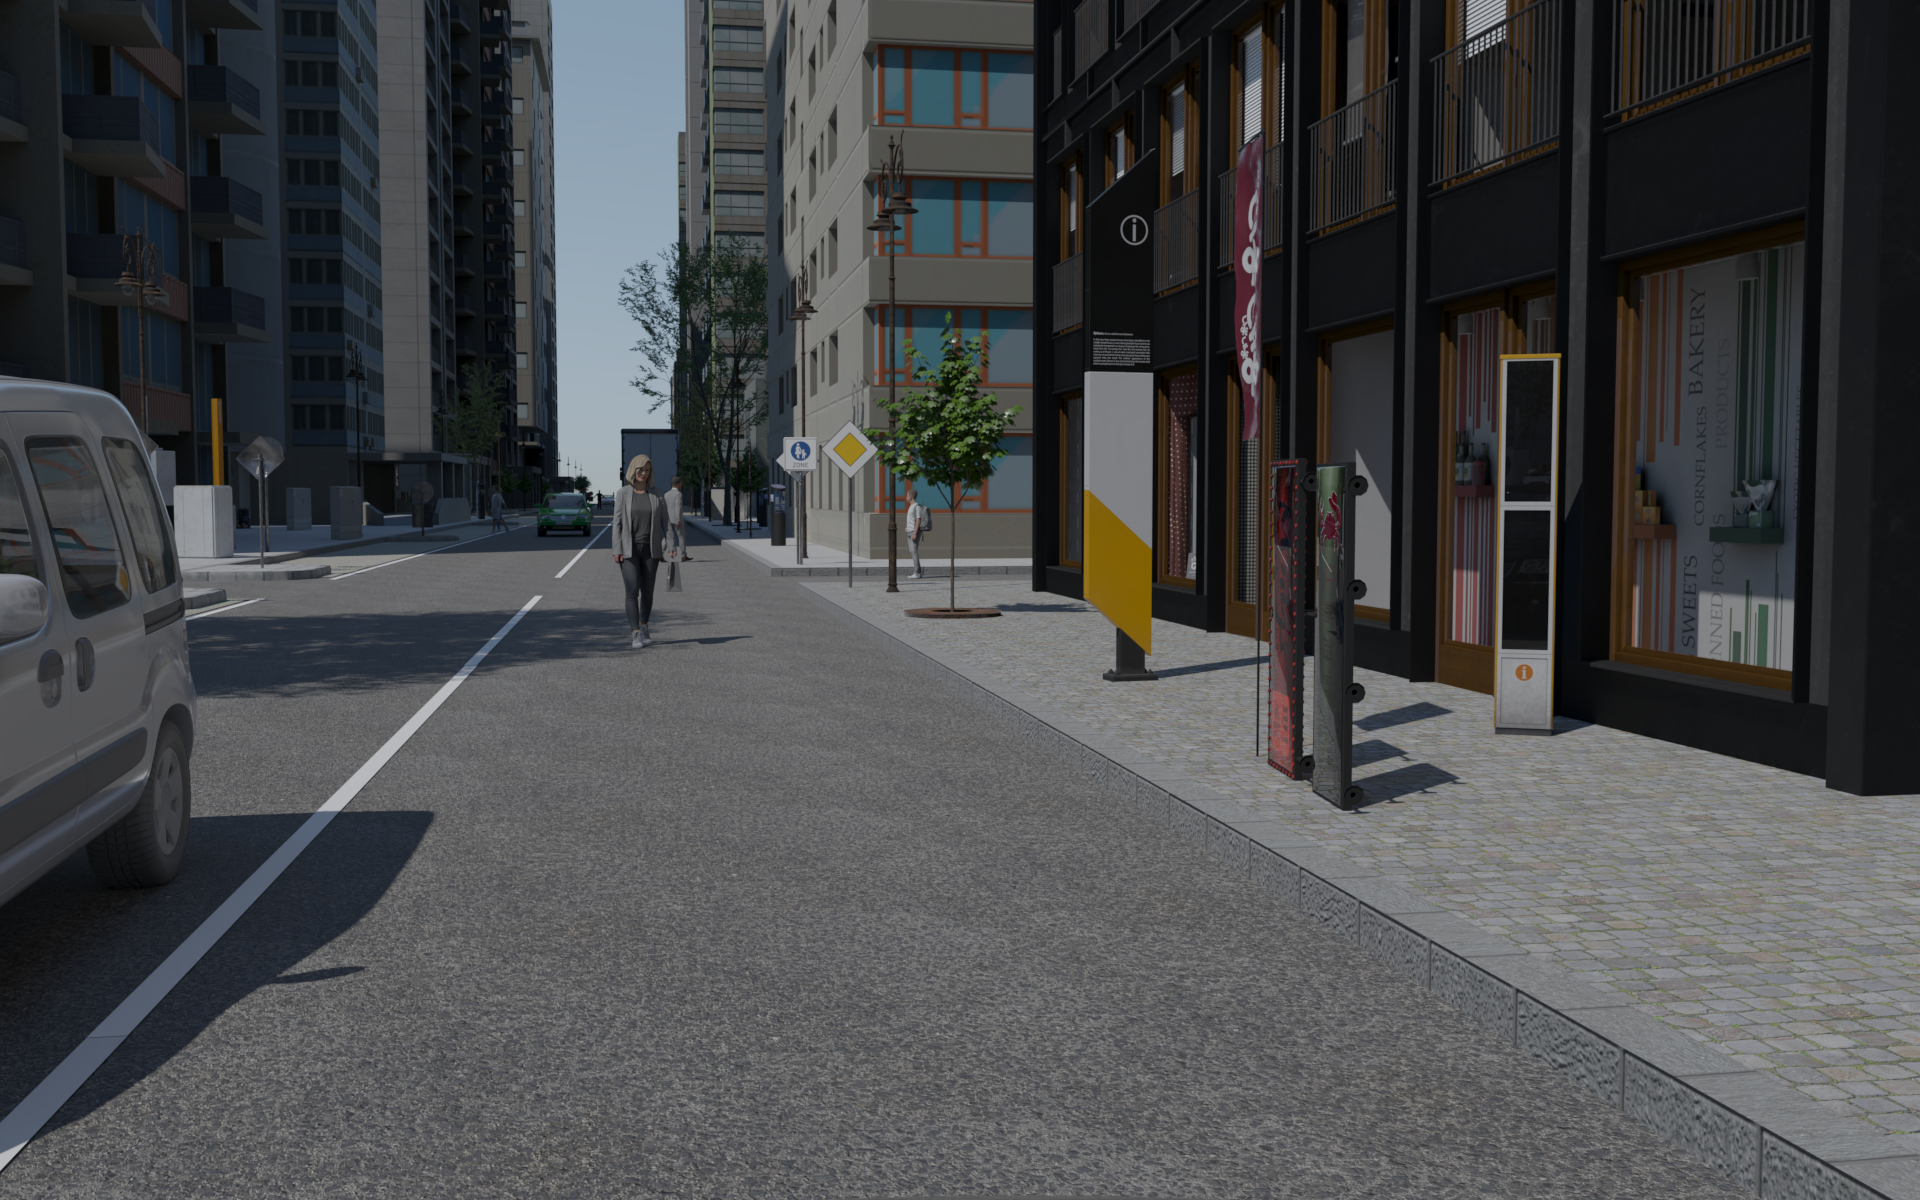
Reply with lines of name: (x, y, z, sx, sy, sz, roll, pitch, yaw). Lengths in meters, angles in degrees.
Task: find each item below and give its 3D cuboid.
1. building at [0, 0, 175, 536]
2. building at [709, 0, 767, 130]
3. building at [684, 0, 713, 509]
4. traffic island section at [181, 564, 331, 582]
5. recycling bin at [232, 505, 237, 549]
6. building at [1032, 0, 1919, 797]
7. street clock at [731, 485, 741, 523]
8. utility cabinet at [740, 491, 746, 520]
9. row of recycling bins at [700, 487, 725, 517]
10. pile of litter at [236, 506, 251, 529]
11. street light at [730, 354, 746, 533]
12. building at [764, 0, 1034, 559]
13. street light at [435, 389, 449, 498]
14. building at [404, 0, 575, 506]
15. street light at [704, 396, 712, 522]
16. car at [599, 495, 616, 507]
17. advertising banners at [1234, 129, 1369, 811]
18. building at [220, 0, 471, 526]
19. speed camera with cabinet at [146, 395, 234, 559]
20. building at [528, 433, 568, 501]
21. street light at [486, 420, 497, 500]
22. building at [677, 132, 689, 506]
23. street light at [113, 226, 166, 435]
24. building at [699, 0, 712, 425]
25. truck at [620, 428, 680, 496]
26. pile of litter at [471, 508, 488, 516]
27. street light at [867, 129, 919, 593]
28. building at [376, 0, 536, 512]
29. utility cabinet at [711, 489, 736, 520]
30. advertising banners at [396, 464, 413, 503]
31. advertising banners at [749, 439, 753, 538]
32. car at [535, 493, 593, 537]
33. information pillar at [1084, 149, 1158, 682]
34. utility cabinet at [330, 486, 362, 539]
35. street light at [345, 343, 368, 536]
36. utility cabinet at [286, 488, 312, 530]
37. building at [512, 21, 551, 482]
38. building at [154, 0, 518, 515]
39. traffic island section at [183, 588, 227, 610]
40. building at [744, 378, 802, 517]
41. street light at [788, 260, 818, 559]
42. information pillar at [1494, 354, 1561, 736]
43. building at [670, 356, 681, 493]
building: (-29.758, -23.610, 40.650, 22.147, 44.769, 28.867, -1, 4, -10)
building: (-9.601, -26.409, 115.376, 14.154, 41.232, 14.086, -1, 4, -10)
building: (-15.718, -38.198, 166.538, 21.231, 58.520, 28.212, -1, 4, -10)
traffic island section: (-12.072, -0.467, 29.921, 2.009, 0.180, 2.903, -1, 4, -10)
recycling bin: (-17.289, -1.690, 40.182, 0.722, 1.027, 0.722, 0, 4, 1)
building: (8.433, -11.365, 15.501, 12.332, 23.373, 15.834, -1, 4, -10)
street clock: (-9.879, -4.407, 76.632, 0.471, 2.002, 0.358, 1, 4, 23)
utility cabinet: (-11.170, -4.700, 85.523, 1.173, 1.500, 0.318, 1, 4, 14)
row of recycling bins: (-13.602, -5.470, 96.548, 1.069, 1.692, 3.534, -2, 4, -24)
pile of litter: (-26.869, -3.077, 64.279, 1.176, 0.858, 1.719, 0, 4, -7)
street light: (-7.334, -5.162, 57.192, 0.468, 5.910, 1.993, -1, 4, -10)
building: (9.936, -12.504, 49.483, 28.899, 21.520, 27.650, -1, 4, -10)
street light: (-22.702, -6.317, 76.065, 0.468, 5.910, 1.993, -1, 4, -10)
building: (-65.465, -49.300, 244.311, 20.563, 71.187, 20.611, -1, 4, -10)
street light: (-11.612, -6.576, 80.310, 0.468, 5.910, 1.993, -1, 4, -10)
car: (-40.578, -11.412, 198.941, 2.083, 1.381, 4.827, -1, 4, -11)
advertising banners: (1.496, -0.714, 7.856, 0.090, 3.025, 2.074, 0, 4, -4)
building: (-38.591, -23.378, 74.107, 32.217, 40.220, 23.993, -1, 4, -10)
speed camera with cabinet: (-15.624, -2.471, 34.743, 2.038, 3.252, 0.660, 1, 4, 17)
building: (-67.125, -32.436, 222.208, 32.217, 40.220, 23.993, -1, 4, -10)
street light: (-26.931, -7.712, 98.878, 0.468, 5.910, 1.993, -1, 4, -10)
building: (-25.279, -31.555, 199.522, 14.154, 41.232, 14.086, -1, 4, -10)
street light: (-14.216, -3.509, 30.153, 0.468, 5.910, 1.993, -1, 4, -10)
building: (-9.162, -31.722, 138.261, 23.786, 49.044, 30.456, -1, 4, -10)
truck: (-14.244, -5.544, 79.563, 2.839, 4.237, 11.283, -1, 4, -10)
pile of litter: (-28.540, -5.434, 102.813, 1.719, 0.858, 1.176, 1, 4, 13)
street light: (-0.879, -3.038, 22.456, 0.468, 5.910, 1.993, -1, 4, -10)
building: (-49.621, -44.093, 159.179, 20.563, 71.187, 20.611, -1, 4, -10)
utility cabinet: (-11.402, -4.554, 83.144, 1.173, 1.500, 0.318, 3, 4, 37)
advertising banners: (-31.832, -6.290, 99.033, 0.090, 3.025, 2.074, 1, 4, 9)
advertising banners: (-6.136, -3.335, 50.712, 0.090, 3.025, 2.074, 0, 4, -6)
car: (-13.637, -3.114, 59.711, 1.959, 1.807, 4.718, -1, 4, -12)
information pillar: (1.097, -1.251, 11.814, 0.504, 3.616, 0.183, -1, 4, -18)
utility cabinet: (-17.342, -2.464, 48.965, 0.318, 1.500, 1.173, 1, 4, 11)
street light: (-18.405, -4.904, 52.973, 0.468, 5.910, 1.993, -1, 4, -10)
utility cabinet: (-23.424, -3.224, 61.386, 0.318, 1.500, 1.173, 1, 4, 8)
building: (-61.336, -37.139, 196.464, 28.713, 52.752, 27.495, -1, 4, -10)
building: (-46.715, -29.406, 135.411, 22.147, 44.769, 28.867, -1, 4, -10)
traffic island section: (-10.619, 0.013, 22.068, 2.009, 0.180, 2.903, -1, 4, -10)
building: (0.540, -47.605, 91.005, 22.319, 86.520, 31.000, -1, 4, -10)
street light: (-3.106, -3.767, 34.379, 0.468, 5.910, 1.993, -1, 4, -10)
information pillar: (3.035, -0.293, 9.277, 0.304, 2.012, 0.304, 1, 4, 18)
building: (-22.505, -23.083, 222.449, 27.650, 21.520, 28.899, -1, 4, -10)
